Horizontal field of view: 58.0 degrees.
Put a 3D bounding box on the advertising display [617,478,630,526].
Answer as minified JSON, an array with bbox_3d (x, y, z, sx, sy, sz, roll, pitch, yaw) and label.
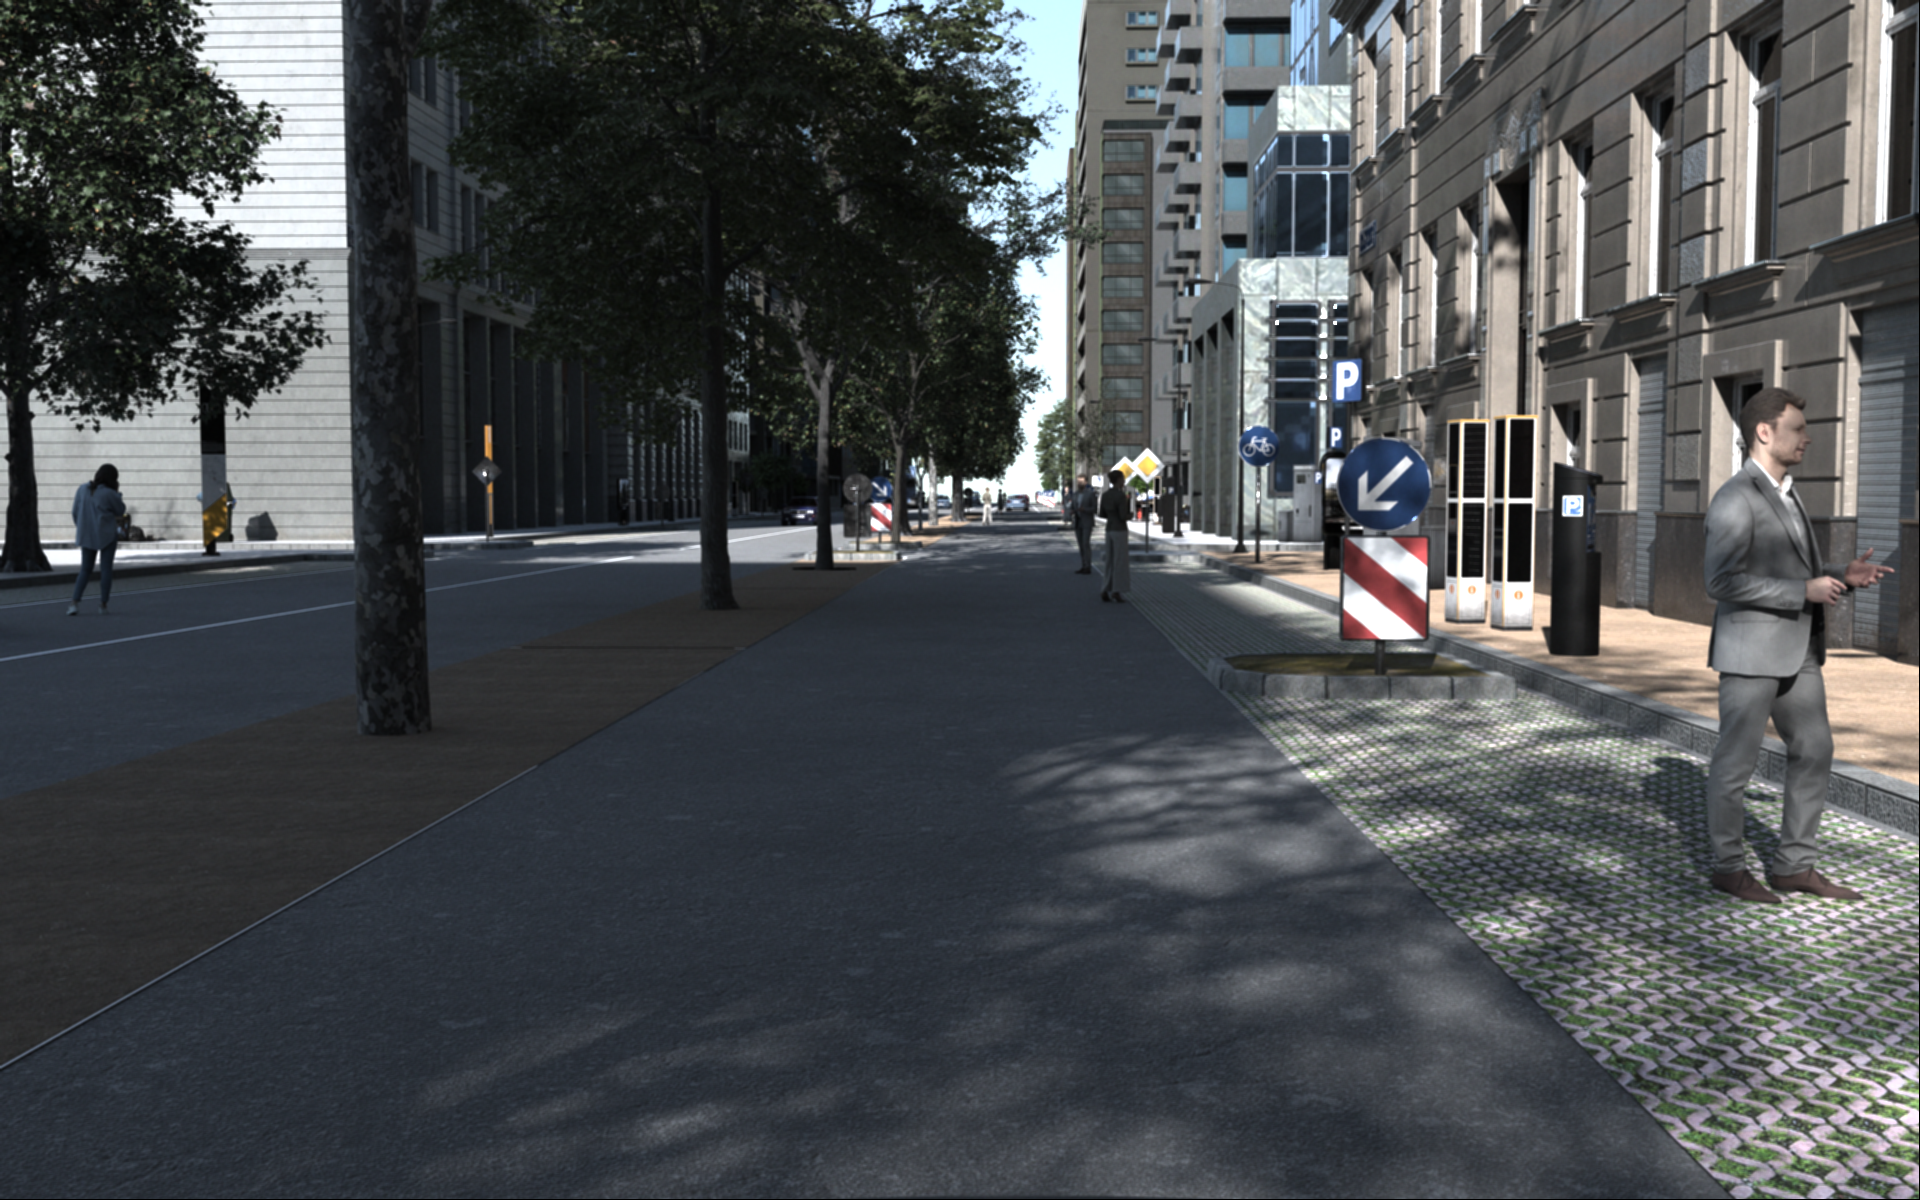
[{"bbox_3d":[-13.641,-3.972,70.150,0.123,1.923,0.974,1,4,13],"label":"advertising display"}]

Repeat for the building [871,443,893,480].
[{"bbox_3d":[-19.978,-38.487,248.877,23.786,49.044,30.456,0,4,2],"label":"building"}]

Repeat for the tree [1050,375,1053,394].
[{"bbox_3d":[-0.048,-10.322,88.224,9.611,12.733,9.660,0,3,0],"label":"tree"}]

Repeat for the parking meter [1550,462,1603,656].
[{"bbox_3d":[4.917,-0.331,13.815,0.372,1.533,0.369,0,3,0],"label":"parking meter"}]

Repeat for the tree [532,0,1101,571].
[{"bbox_3d":[-2.580,-7.311,32.364,12.009,13.543,11.850,0,3,0],"label":"tree"}]

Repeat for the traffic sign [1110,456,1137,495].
[{"bbox_3d":[4.334,-2.562,45.537,0.795,2.450,0.064,0,4,2],"label":"traffic sign"}]

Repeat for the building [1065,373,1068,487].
[{"bbox_3d":[25.376,-37.489,236.639,21.300,48.544,21.600,0,4,2],"label":"building"}]

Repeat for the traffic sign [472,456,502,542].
[{"bbox_3d":[-12.600,-2.599,46.143,0.795,2.450,0.064,0,4,2],"label":"traffic sign"}]

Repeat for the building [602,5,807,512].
[{"bbox_3d":[-24.084,-29.459,136.274,22.147,44.769,28.867,0,4,2],"label":"building"}]

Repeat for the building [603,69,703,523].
[{"bbox_3d":[-19.276,-15.748,86.362,11.050,23.489,19.941,0,4,2],"label":"building"}]

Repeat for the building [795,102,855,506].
[{"bbox_3d":[-18.688,-32.550,182.300,14.600,45.320,14.200,0,4,2],"label":"building"}]

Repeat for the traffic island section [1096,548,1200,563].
[{"bbox_3d":[4.080,-0.939,37.633,2.009,0.180,2.903,0,4,2],"label":"traffic island section"}]

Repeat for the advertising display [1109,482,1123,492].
[{"bbox_3d":[7.365,-4.685,81.809,0.123,1.923,0.974,-2,4,-28],"label":"advertising display"}]

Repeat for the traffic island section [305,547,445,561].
[{"bbox_3d":[-12.901,-0.975,38.226,2.009,0.180,2.903,0,4,2],"label":"traffic island section"}]

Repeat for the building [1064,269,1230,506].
[{"bbox_3d":[27.331,-58.087,262.397,22.319,86.520,31.000,0,4,2],"label":"building"}]

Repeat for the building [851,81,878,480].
[{"bbox_3d":[-24.130,-38.577,219.969,28.713,52.752,27.495,0,4,2],"label":"building"}]

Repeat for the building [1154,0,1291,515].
[{"bbox_3d":[22.833,-29.251,97.860,23.786,49.044,30.456,0,4,2],"label":"building"}]

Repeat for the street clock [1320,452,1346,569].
[{"bbox_3d":[6.402,-1.533,29.635,0.471,2.002,0.358,-2,4,-29],"label":"street clock"}]

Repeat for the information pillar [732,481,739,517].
[{"bbox_3d":[-12.664,-5.690,97.525,0.304,2.012,0.304,1,4,9],"label":"information pillar"}]

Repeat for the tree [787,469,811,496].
[{"bbox_3d":[-11.981,-8.333,130.839,1.663,3.219,1.824,0,3,0],"label":"tree"}]

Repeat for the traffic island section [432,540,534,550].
[{"bbox_3d":[-12.624,-1.463,46.206,2.009,0.180,2.903,0,4,2],"label":"traffic island section"}]

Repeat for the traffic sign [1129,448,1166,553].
[{"bbox_3d":[4.056,-2.074,37.557,0.795,2.450,0.064,0,4,2],"label":"traffic sign"}]

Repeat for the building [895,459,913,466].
[{"bbox_3d":[-14.864,-36.007,272.315,14.154,41.232,14.086,0,4,2],"label":"building"}]

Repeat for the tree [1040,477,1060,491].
[{"bbox_3d":[14.396,-17.877,276.009,4.285,4.588,4.351,0,3,0],"label":"tree"}]

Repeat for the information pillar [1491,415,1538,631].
[{"bbox_3d":[5.220,-0.724,16.330,0.304,2.012,0.304,0,4,-5],"label":"information pillar"}]

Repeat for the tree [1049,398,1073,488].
[{"bbox_3d":[11.908,-17.513,204.456,7.486,12.596,7.792,0,3,0],"label":"tree"}]

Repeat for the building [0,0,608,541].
[{"bbox_3d":[-21.484,-17.365,61.405,11.434,29.767,29.804,0,4,2],"label":"building"}]

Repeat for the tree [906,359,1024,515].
[{"bbox_3d":[0.037,-12.674,116.325,9.857,13.997,8.962,0,3,0],"label":"tree"}]

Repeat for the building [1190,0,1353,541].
[{"bbox_3d":[23.492,-45.448,55.747,31.000,86.520,22.319,0,4,2],"label":"building"}]

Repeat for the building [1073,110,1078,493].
[{"bbox_3d":[19.287,-30.821,187.518,14.154,41.232,14.086,0,4,2],"label":"building"}]

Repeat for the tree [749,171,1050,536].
[{"bbox_3d":[-2.000,-8.485,58.196,9.611,12.733,9.660,0,3,0],"label":"tree"}]

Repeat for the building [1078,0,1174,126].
[{"bbox_3d":[21.499,-32.471,154.598,21.300,48.544,21.600,0,4,2],"label":"building"}]

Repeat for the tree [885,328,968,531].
[{"bbox_3d":[-1.575,-7.012,67.463,4.737,8.622,4.395,0,3,0],"label":"tree"}]

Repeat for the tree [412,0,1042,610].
[{"bbox_3d":[-2.921,-6.120,20.646,7.486,12.596,7.792,0,3,0],"label":"tree"}]

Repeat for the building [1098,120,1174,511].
[{"bbox_3d":[17.927,-22.329,136.776,14.160,30.474,14.107,0,4,2],"label":"building"}]

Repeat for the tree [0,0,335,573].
[{"bbox_3d":[-15.612,-6.822,28.549,9.611,12.733,9.660,0,3,0],"label":"tree"}]

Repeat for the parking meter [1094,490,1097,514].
[{"bbox_3d":[8.509,-6.145,108.885,0.372,1.533,0.369,0,3,0],"label":"parking meter"}]

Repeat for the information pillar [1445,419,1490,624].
[{"bbox_3d":[5.037,-0.779,17.222,0.304,2.012,0.304,-1,4,-10],"label":"information pillar"}]

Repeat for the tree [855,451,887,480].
[{"bbox_3d":[-10.311,-14.967,195.066,4.360,8.622,3.978,0,3,0],"label":"tree"}]

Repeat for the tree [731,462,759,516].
[{"bbox_3d":[-12.850,-6.639,103.149,1.663,3.219,1.824,0,3,0],"label":"tree"}]

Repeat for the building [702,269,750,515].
[{"bbox_3d":[-19.272,-15.296,104.835,10.420,20.320,16.860,0,4,2],"label":"building"}]

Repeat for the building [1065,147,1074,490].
[{"bbox_3d":[20.440,-34.761,218.458,14.600,45.320,14.200,0,4,2],"label":"building"}]

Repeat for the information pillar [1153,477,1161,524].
[{"bbox_3d":[8.449,-4.266,74.246,0.304,2.012,0.304,0,4,5],"label":"information pillar"}]

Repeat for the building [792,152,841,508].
[{"bbox_3d":[-27.987,-28.832,163.286,32.217,40.220,23.993,0,4,2],"label":"building"}]

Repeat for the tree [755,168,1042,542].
[{"bbox_3d":[-1.905,-6.893,49.563,8.767,10.594,7.601,0,4,2],"label":"tree"}]

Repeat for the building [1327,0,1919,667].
[{"bbox_3d":[13.136,-13.798,22.856,12.463,27.353,25.104,0,4,2],"label":"building"}]

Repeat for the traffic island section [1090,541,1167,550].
[{"bbox_3d":[4.357,-1.427,45.613,2.009,0.180,2.903,0,4,2],"label":"traffic island section"}]

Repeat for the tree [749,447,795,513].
[{"bbox_3d":[-13.019,-8.294,119.327,4.285,4.588,4.351,0,3,0],"label":"tree"}]

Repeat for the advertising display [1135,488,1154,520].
[{"bbox_3d":[9.021,-4.832,84.219,0.974,1.923,0.123,1,4,11],"label":"advertising display"}]

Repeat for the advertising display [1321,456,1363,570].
[{"bbox_3d":[6.596,-1.468,29.215,0.974,1.923,0.123,0,4,-1],"label":"advertising display"}]

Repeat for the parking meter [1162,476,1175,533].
[{"bbox_3d":[6.833,-3.125,56.798,0.399,1.863,0.255,-2,4,-28],"label":"parking meter"}]

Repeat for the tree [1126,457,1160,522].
[{"bbox_3d":[8.495,-5.205,79.709,1.663,3.219,1.824,0,3,0],"label":"tree"}]

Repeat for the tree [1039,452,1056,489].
[{"bbox_3d":[14.243,-19.407,267.672,4.360,8.622,3.978,0,3,0],"label":"tree"}]

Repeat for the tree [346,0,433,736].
[{"bbox_3d":[-2.216,-9.208,8.899,12.611,20.169,13.585,0,3,0],"label":"tree"}]

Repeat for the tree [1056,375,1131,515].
[{"bbox_3d":[8.305,-9.542,106.373,4.360,8.622,3.978,0,3,0],"label":"tree"}]

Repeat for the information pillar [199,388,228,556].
[{"bbox_3d":[-15.520,-2.730,35.987,0.504,3.616,0.183,-1,4,-18],"label":"information pillar"}]
